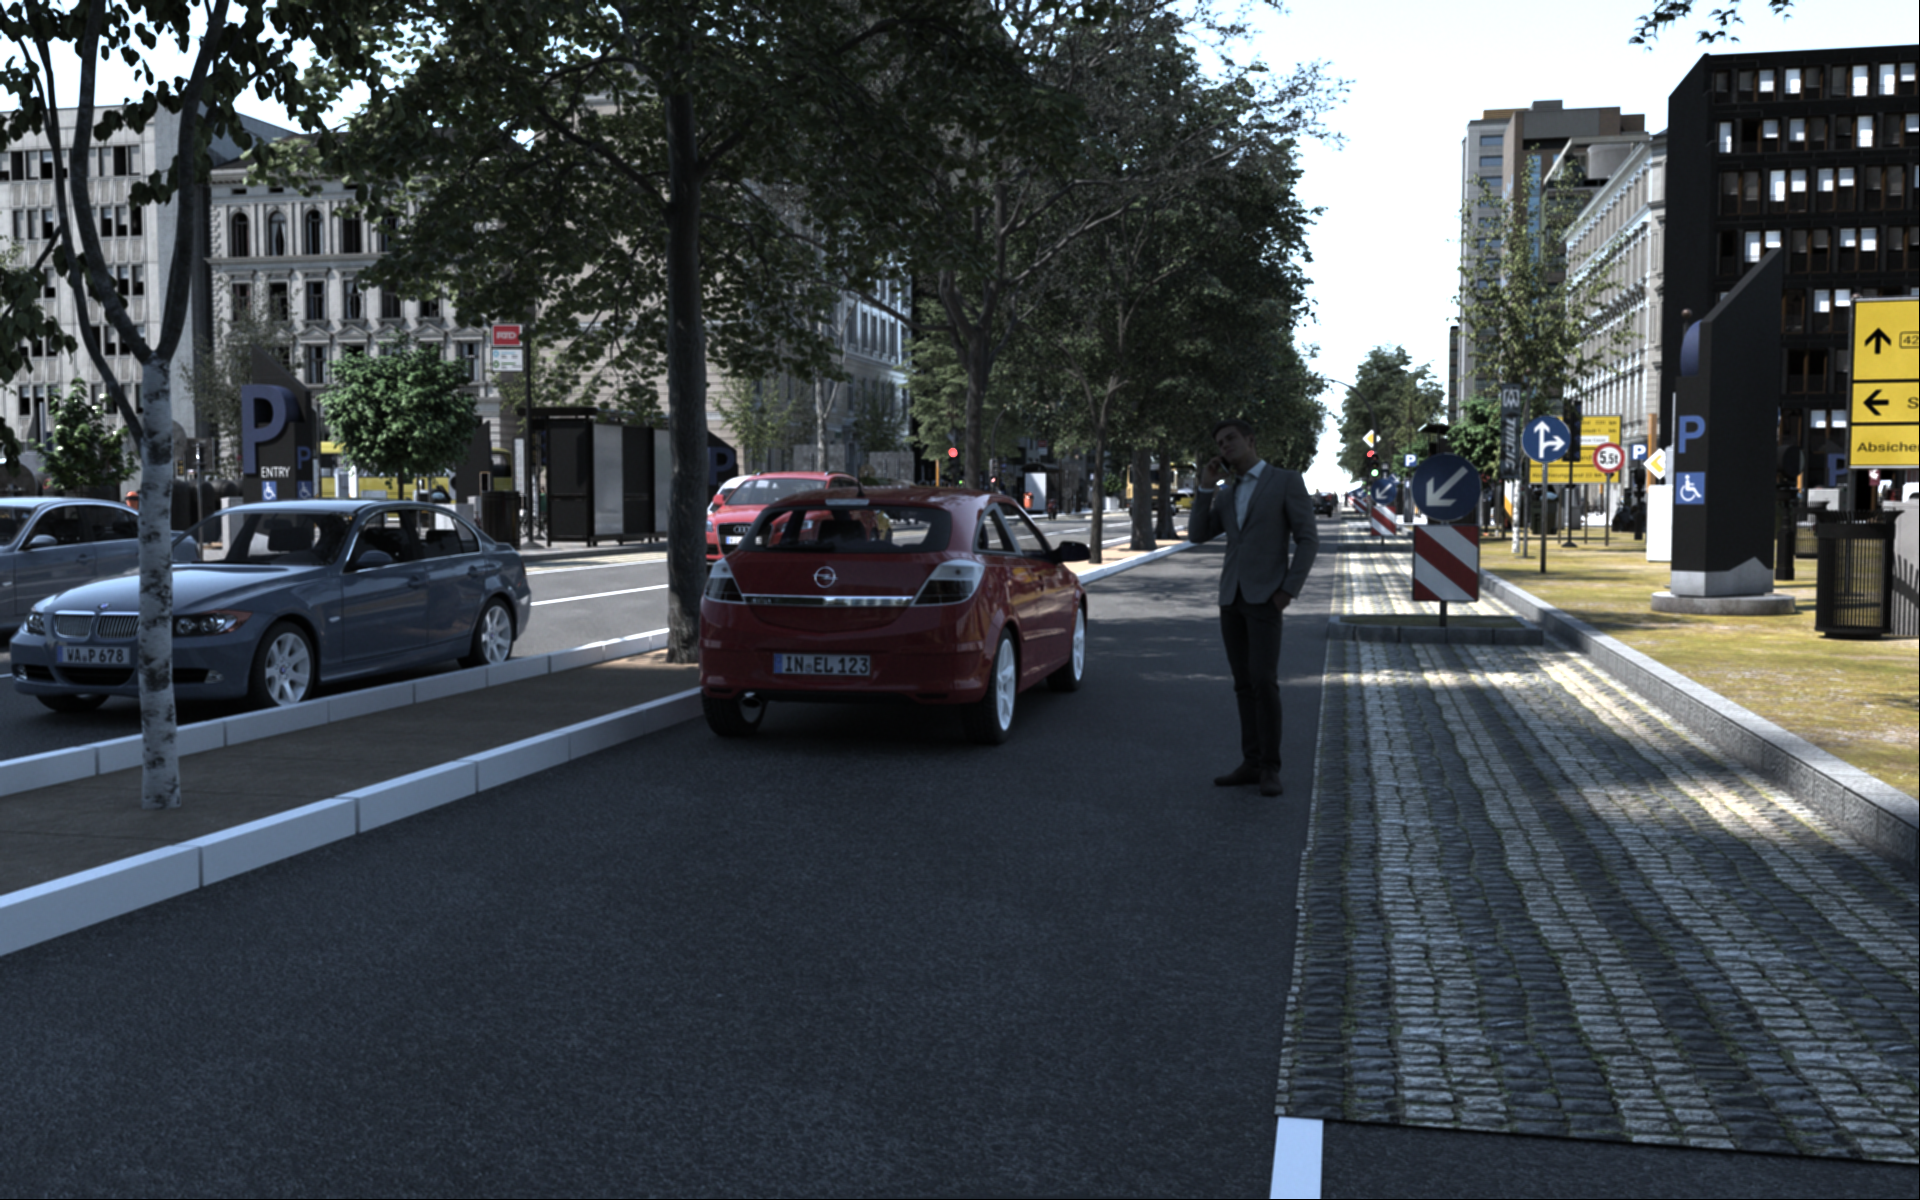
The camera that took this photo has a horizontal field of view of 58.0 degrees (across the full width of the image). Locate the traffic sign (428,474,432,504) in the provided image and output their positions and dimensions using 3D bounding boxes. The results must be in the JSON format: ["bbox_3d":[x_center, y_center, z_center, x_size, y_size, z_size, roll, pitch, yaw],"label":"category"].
[{"bbox_3d":[-12.080,-2.408,39.473,0.768,2.556,0.104,1,4,18],"label":"traffic sign"}]

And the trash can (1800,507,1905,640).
[{"bbox_3d":[7.941,-0.227,15.369,0.748,1.137,0.748,0,3,0],"label":"trash can"}]

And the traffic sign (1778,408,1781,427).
[{"bbox_3d":[9.103,-1.227,20.168,0.768,2.556,0.104,1,4,22],"label":"traffic sign"}]

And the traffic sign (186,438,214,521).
[{"bbox_3d":[-13.820,-1.796,31.500,0.606,2.300,0.079,1,4,18],"label":"traffic sign"}]

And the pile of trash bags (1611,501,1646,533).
[{"bbox_3d":[23.825,-2.963,58.195,3.447,1.369,1.912,0,4,1],"label":"pile of trash bags"}]

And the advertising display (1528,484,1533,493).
[{"bbox_3d":[35.830,-6.397,109.799,0.974,1.923,0.123,-1,4,-11],"label":"advertising display"}]

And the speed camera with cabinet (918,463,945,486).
[{"bbox_3d":[-1.865,-7.641,119.271,2.038,3.252,0.660,1,4,12],"label":"speed camera with cabinet"}]

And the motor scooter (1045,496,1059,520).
[{"bbox_3d":[5.148,-5.107,96.273,0.815,1.314,1.986,1,4,12],"label":"motor scooter"}]

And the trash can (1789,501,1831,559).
[{"bbox_3d":[16.881,-1.394,34.447,0.748,1.137,0.748,0,3,0],"label":"trash can"}]

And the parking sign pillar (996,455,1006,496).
[{"bbox_3d":[2.693,-7.638,113.347,1.447,3.967,1.447,-1,4,-8],"label":"parking sign pillar"}]

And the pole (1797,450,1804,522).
[{"bbox_3d":[38.625,-5.247,79.637,0.158,3.312,0.155,0,3,0],"label":"pole"}]

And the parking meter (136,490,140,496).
[{"bbox_3d":[-46.418,-5.483,98.062,0.372,1.533,0.369,0,3,0],"label":"parking meter"}]

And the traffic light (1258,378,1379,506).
[{"bbox_3d":[14.104,-5.706,67.965,4.771,5.953,1.251,1,4,12],"label":"traffic light"}]

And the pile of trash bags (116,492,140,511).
[{"bbox_3d":[-33.447,-3.641,69.288,1.912,1.369,3.447,-3,5,-39],"label":"pile of trash bags"}]

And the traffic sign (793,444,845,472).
[{"bbox_3d":[-5.771,-4.710,70.882,2.265,3.308,0.079,1,4,17],"label":"traffic sign"}]

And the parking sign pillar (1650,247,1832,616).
[{"bbox_3d":[8.318,-1.854,18.792,1.447,3.967,1.447,-2,4,-34],"label":"parking sign pillar"}]

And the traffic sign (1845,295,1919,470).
[{"bbox_3d":[10.285,-1.456,17.682,2.265,3.308,0.079,1,4,17],"label":"traffic sign"}]

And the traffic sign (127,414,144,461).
[{"bbox_3d":[-12.849,-1.666,27.338,0.768,2.556,0.104,1,4,19],"label":"traffic sign"}]

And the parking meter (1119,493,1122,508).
[{"bbox_3d":[13.965,-8.808,149.726,0.399,1.863,0.255,-1,4,-19],"label":"parking meter"}]

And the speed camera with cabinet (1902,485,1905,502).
[{"bbox_3d":[14.642,-1.871,24.926,0.660,3.252,2.038,-1,4,-21],"label":"speed camera with cabinet"}]

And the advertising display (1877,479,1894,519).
[{"bbox_3d":[40.143,-4.276,75.130,0.123,1.923,0.974,0,4,-5],"label":"advertising display"}]

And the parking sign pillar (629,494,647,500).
[{"bbox_3d":[-9.683,-4.015,54.119,1.447,3.967,1.447,1,4,20],"label":"parking sign pillar"}]

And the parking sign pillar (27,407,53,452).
[{"bbox_3d":[-28.779,-4.019,54.186,1.447,3.967,1.447,-3,5,-40],"label":"parking sign pillar"}]

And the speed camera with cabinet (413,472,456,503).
[{"bbox_3d":[-20.650,-4.557,68.843,2.038,3.252,0.660,0,4,-7],"label":"speed camera with cabinet"}]

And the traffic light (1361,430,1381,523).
[{"bbox_3d":[17.892,-5.292,75.451,0.839,4.253,0.868,1,4,12],"label":"traffic light"}]

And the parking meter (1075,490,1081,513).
[{"bbox_3d":[8.575,-7.184,125.869,0.372,1.533,0.369,0,3,0],"label":"parking meter"}]

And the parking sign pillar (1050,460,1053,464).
[{"bbox_3d":[7.255,-9.145,137.997,1.447,3.967,1.447,-1,4,-14],"label":"parking sign pillar"}]

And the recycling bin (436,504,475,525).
[{"bbox_3d":[-13.026,-1.965,44.688,0.722,1.027,0.722,2,4,25],"label":"recycling bin"}]

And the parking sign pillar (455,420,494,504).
[{"bbox_3d":[-17.823,-4.594,63.581,1.447,3.967,1.447,0,4,6],"label":"parking sign pillar"}]

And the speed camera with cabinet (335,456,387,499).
[{"bbox_3d":[-25.715,-4.894,74.355,2.038,3.252,0.660,-2,4,-34],"label":"speed camera with cabinet"}]

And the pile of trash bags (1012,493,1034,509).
[{"bbox_3d":[2.828,-5.575,100.899,3.447,1.369,1.912,2,4,35],"label":"pile of trash bags"}]

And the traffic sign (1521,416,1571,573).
[{"bbox_3d":[9.528,-1.720,28.222,0.768,2.556,0.104,1,4,17],"label":"traffic sign"}]

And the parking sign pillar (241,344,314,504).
[{"bbox_3d":[-12.126,-2.586,30.758,1.447,3.967,1.447,2,4,26],"label":"parking sign pillar"}]

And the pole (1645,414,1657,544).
[{"bbox_3d":[17.599,-3.073,44.091,0.158,3.312,0.155,0,3,0],"label":"pole"}]

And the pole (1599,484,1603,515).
[{"bbox_3d":[40.250,-7.022,108.658,0.158,3.312,0.155,0,3,0],"label":"pole"}]

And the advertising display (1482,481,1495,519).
[{"bbox_3d":[26.886,-5.080,88.271,0.123,1.923,0.974,-2,4,-27],"label":"advertising display"}]

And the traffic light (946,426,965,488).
[{"bbox_3d":[-0.204,-5.035,71.249,0.839,4.253,0.868,1,4,12],"label":"traffic light"}]

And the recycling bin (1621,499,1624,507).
[{"bbox_3d":[38.106,-5.263,98.601,0.722,1.027,0.722,3,5,40],"label":"recycling bin"}]

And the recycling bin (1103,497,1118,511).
[{"bbox_3d":[11.788,-7.450,134.366,0.722,1.027,0.722,-1,4,-17],"label":"recycling bin"}]

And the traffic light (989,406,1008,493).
[{"bbox_3d":[3.584,-6.358,78.628,4.771,5.953,1.251,1,4,12],"label":"traffic light"}]

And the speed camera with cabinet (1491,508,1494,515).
[{"bbox_3d":[30.076,-6.352,98.185,2.038,3.252,0.660,0,4,-6],"label":"speed camera with cabinet"}]

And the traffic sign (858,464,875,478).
[{"bbox_3d":[-3.933,-4.457,72.981,0.768,2.556,0.104,1,4,18],"label":"traffic sign"}]

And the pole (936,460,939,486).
[{"bbox_3d":[-1.270,-6.411,98.663,0.158,3.312,0.155,0,3,0],"label":"pole"}]

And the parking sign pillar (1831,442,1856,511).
[{"bbox_3d":[42.301,-5.796,83.237,1.447,3.967,1.447,1,4,8],"label":"parking sign pillar"}]

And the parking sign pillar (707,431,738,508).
[{"bbox_3d":[-9.858,-5.092,71.732,1.447,3.967,1.447,-1,4,-21],"label":"parking sign pillar"}]

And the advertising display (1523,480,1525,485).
[{"bbox_3d":[25.380,-4.478,78.432,0.123,1.923,0.974,2,4,30],"label":"advertising display"}]

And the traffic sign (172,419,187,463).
[{"bbox_3d":[-13.360,-1.778,29.173,0.768,2.556,0.104,1,4,14],"label":"traffic sign"}]

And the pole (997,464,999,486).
[{"bbox_3d":[2.350,-6.898,106.631,0.158,3.312,0.155,0,3,0],"label":"pole"}]

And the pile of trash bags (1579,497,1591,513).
[{"bbox_3d":[42.439,-6.712,119.497,1.912,1.369,3.447,1,4,15],"label":"pile of trash bags"}]

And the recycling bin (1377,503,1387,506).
[{"bbox_3d":[35.500,-8.136,145.583,0.722,1.027,0.722,-1,4,-23],"label":"recycling bin"}]

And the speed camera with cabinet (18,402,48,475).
[{"bbox_3d":[-20.068,-2.672,38.031,0.660,3.252,2.038,-1,4,-11],"label":"speed camera with cabinet"}]

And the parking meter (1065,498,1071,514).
[{"bbox_3d":[6.905,-6.251,110.608,0.372,1.533,0.369,0,3,0],"label":"parking meter"}]

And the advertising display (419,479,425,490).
[{"bbox_3d":[-22.911,-4.184,73.626,0.123,1.923,0.974,-2,4,-28],"label":"advertising display"}]

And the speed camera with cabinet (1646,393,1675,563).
[{"bbox_3d":[13.712,-2.374,33.155,0.660,3.252,2.038,2,4,34],"label":"speed camera with cabinet"}]

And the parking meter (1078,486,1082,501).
[{"bbox_3d":[8.936,-7.614,130.197,0.255,1.863,0.399,-2,4,-29],"label":"parking meter"}]
